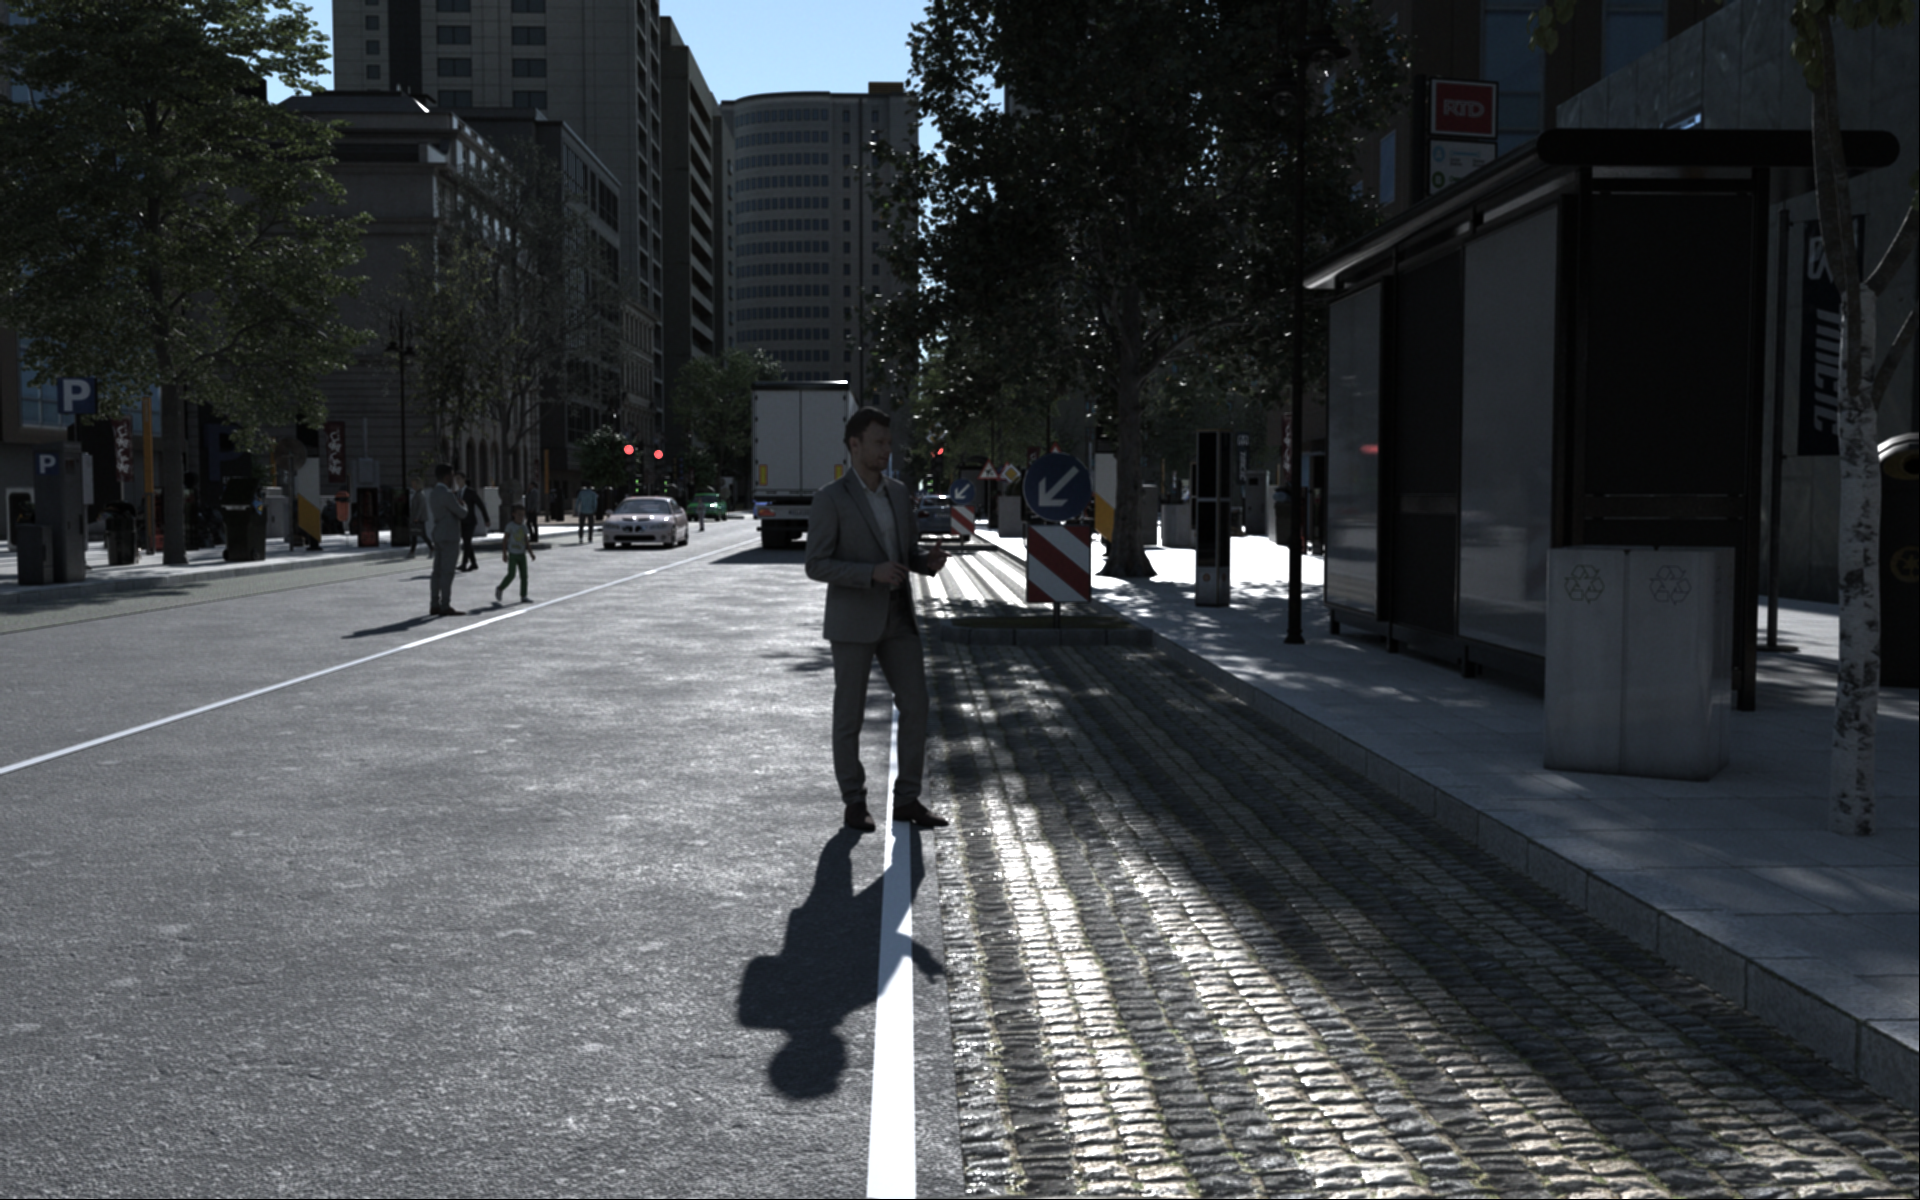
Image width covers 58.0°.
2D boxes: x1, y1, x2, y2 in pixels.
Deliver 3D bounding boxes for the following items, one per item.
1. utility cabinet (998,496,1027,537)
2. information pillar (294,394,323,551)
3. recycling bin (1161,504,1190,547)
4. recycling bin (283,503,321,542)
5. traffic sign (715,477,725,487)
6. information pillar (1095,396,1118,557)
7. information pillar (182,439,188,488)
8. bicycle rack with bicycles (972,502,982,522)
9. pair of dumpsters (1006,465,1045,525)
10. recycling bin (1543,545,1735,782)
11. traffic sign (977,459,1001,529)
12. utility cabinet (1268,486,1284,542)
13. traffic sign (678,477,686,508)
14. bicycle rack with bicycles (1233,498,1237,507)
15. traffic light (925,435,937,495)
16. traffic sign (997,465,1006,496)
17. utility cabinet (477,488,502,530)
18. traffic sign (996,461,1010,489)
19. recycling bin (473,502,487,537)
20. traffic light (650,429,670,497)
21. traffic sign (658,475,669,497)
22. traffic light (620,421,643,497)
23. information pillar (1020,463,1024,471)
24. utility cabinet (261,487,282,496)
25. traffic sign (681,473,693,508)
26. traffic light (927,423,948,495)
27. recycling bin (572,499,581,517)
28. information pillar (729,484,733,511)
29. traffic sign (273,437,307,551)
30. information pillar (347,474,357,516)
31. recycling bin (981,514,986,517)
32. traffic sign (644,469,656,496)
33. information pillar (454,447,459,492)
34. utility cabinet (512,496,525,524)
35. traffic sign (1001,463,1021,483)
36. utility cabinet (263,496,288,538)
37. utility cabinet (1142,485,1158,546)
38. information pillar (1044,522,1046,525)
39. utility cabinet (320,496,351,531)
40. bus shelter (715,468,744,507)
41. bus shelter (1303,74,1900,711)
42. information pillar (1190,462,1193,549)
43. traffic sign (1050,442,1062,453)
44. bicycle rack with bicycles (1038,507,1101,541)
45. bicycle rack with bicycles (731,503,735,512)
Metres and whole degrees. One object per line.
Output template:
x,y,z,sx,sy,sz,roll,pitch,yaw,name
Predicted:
1.661,-2.509,52.181,1.020,1.237,0.306,0,4,4,utility cabinet
-14.760,-2.930,39.255,0.504,3.616,0.183,-2,4,-28,information pillar
5.393,-1.817,42.255,0.722,1.027,0.722,-2,4,-26,recycling bin
-17.731,-2.088,46.691,0.722,1.027,0.722,1,4,10,recycling bin
-18.096,-7.987,130.698,0.768,2.556,0.104,0,4,-1,traffic sign
3.002,-2.690,35.330,0.504,3.616,0.183,-1,4,-14,information pillar
-28.330,-4.389,63.116,0.504,3.616,0.183,2,4,23,information pillar
1.545,-4.090,80.259,2.852,0.926,2.925,0,4,-7,bicycle rack with bicycles
2.490,-3.508,59.845,1.574,2.255,4.437,0,4,-2,pair of dumpsters
3.202,0.269,8.158,0.722,1.027,0.722,2,4,32,recycling bin
1.054,-3.868,63.250,0.884,2.594,0.081,0,4,0,traffic sign
8.453,-2.278,45.917,0.318,1.500,1.173,0,4,-1,utility cabinet
-17.142,-6.394,106.674,0.606,2.300,0.079,0,4,0,traffic sign
22.700,-8.311,149.265,2.852,0.926,2.925,0,4,1,bicycle rack with bicycles
-1.108,-5.263,74.968,0.839,4.253,0.868,0,4,-2,traffic light
1.977,-4.641,75.989,0.768,2.556,0.104,0,4,5,traffic sign
-16.432,-3.178,60.647,0.318,1.500,1.173,1,4,21,utility cabinet
1.851,-4.156,67.948,0.884,2.594,0.081,0,4,7,traffic sign
-14.768,-2.439,52.439,0.722,1.027,0.722,-2,4,-30,recycling bin
-12.913,-5.239,74.574,0.839,4.253,0.868,0,4,-2,traffic light
-15.663,-5.469,91.555,0.606,2.300,0.079,0,4,7,traffic sign
-12.656,-4.751,66.593,0.839,4.253,0.868,0,4,-2,traffic light
4.399,-7.954,121.401,0.504,3.616,0.183,-3,5,-40,information pillar
-21.513,-2.775,54.045,0.318,1.500,1.173,0,4,1,utility cabinet
-16.709,-6.470,105.887,0.768,2.556,0.104,0,4,4,traffic sign
-0.851,-4.775,66.987,0.839,4.253,0.868,0,4,-2,traffic light
-21.593,-5.257,98.511,0.722,1.027,0.722,-2,4,-32,recycling bin
-16.901,-7.566,128.193,0.304,2.012,0.304,1,4,11,information pillar
-15.072,-2.378,38.981,0.768,2.556,0.104,0,4,3,traffic sign
-21.999,-3.563,62.750,0.304,2.012,0.304,-3,4,-37,information pillar
1.221,-5.234,98.131,0.722,1.027,0.722,1,4,12,recycling bin
-16.037,-5.455,89.302,0.768,2.556,0.104,0,4,4,traffic sign
-23.487,-5.471,80.809,0.183,3.616,0.504,0,4,0,information pillar
-16.385,-3.178,63.121,1.020,1.237,0.306,0,4,8,utility cabinet
1.912,-3.893,64.843,0.795,2.450,0.064,0,4,2,traffic sign
-20.218,-2.404,50.462,1.020,1.237,0.306,-1,4,-21,utility cabinet
4.295,-2.041,42.049,1.173,1.500,0.318,-3,5,-39,utility cabinet
2.772,-2.971,53.068,0.304,2.012,0.304,1,4,18,information pillar
-21.429,-2.948,59.368,1.020,1.237,0.306,-3,4,-35,utility cabinet
-18.417,-8.790,137.645,2.014,3.302,5.546,0,4,-2,bus shelter
4.233,-2.244,14.314,2.179,5.291,8.768,0,4,-2,bus shelter
5.533,-2.187,40.249,0.304,2.012,0.304,1,4,23,information pillar
2.365,-2.630,43.003,0.884,2.594,0.081,0,4,4,traffic sign
3.166,-2.071,47.241,2.925,0.926,2.852,-1,4,-15,bicycle rack with bicycles
-17.710,-6.729,123.405,2.925,0.926,2.852,0,4,3,bicycle rack with bicycles
